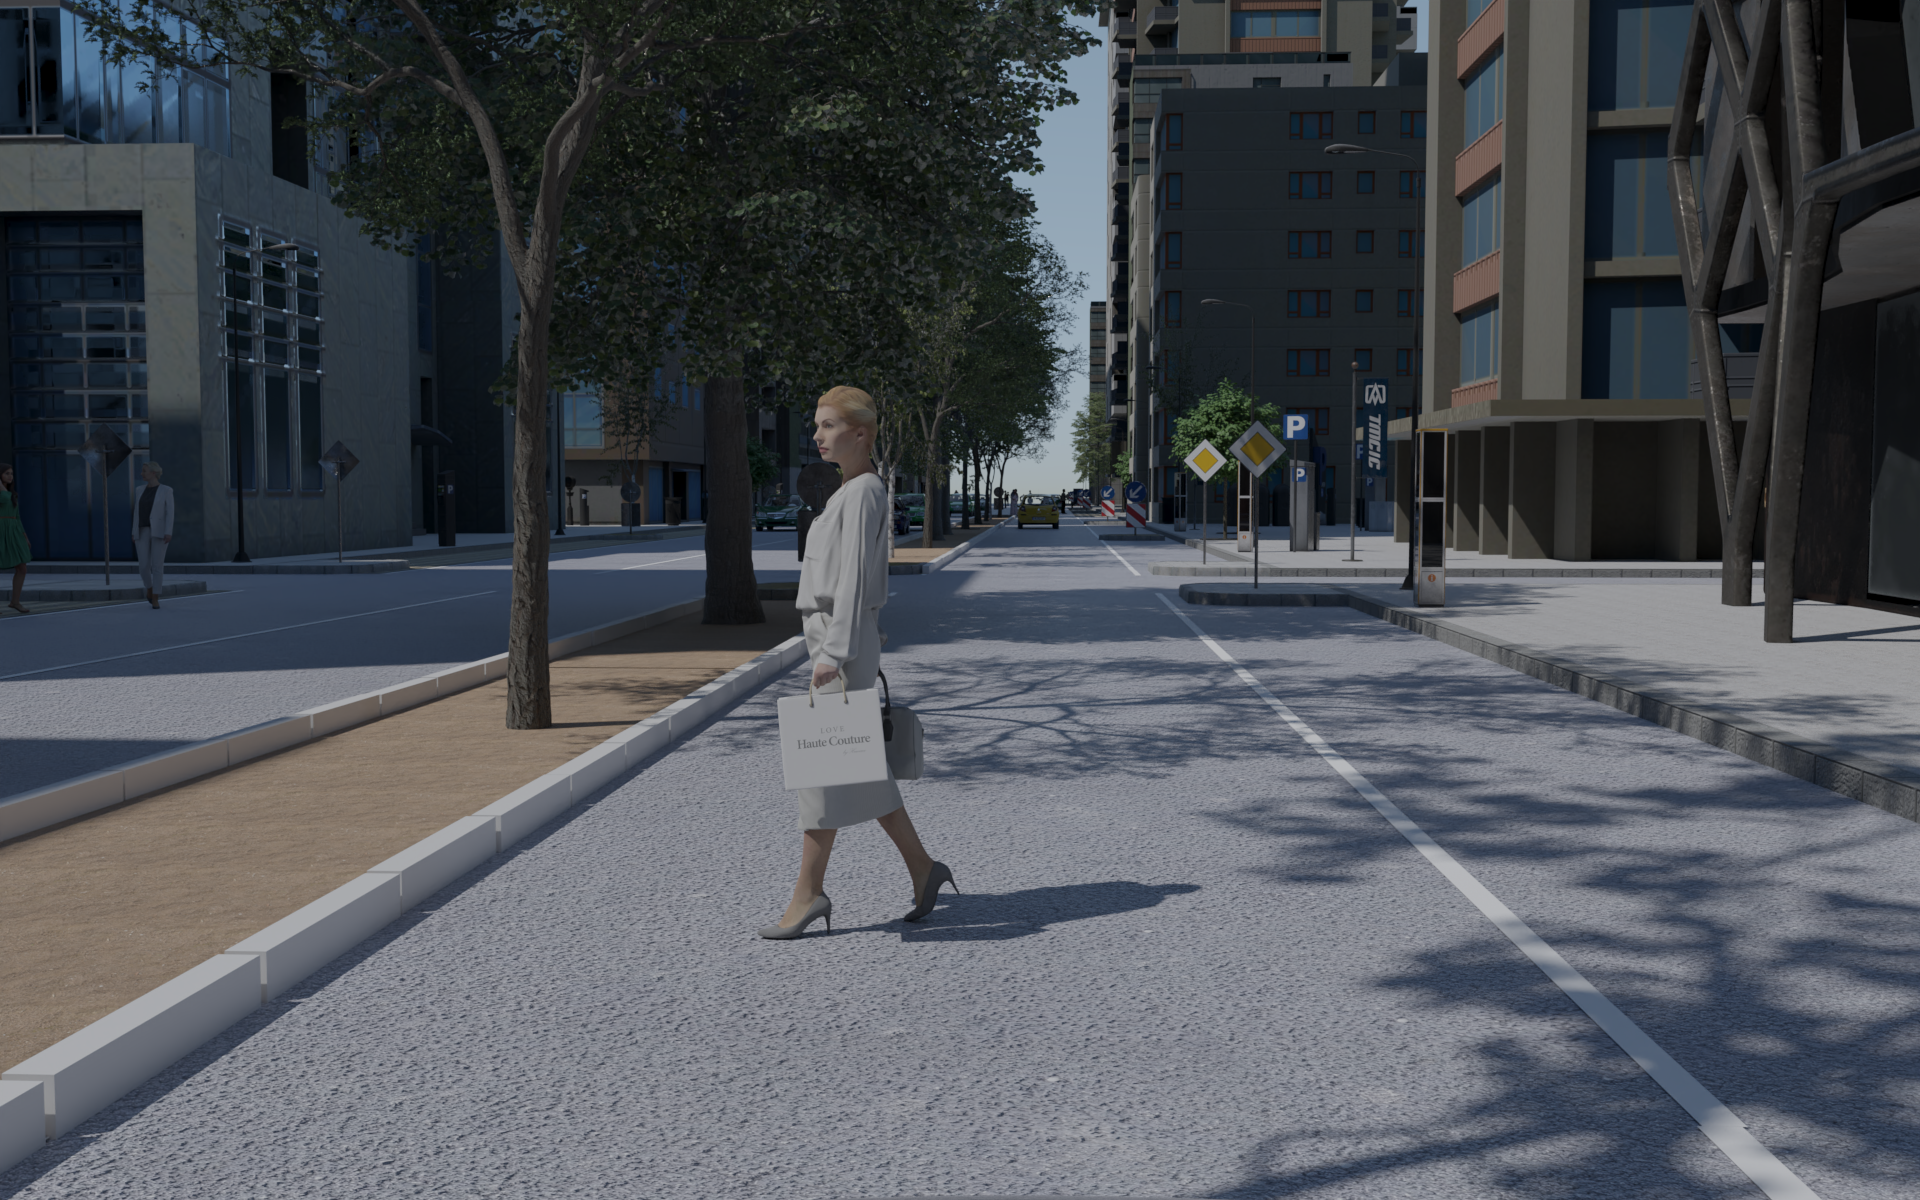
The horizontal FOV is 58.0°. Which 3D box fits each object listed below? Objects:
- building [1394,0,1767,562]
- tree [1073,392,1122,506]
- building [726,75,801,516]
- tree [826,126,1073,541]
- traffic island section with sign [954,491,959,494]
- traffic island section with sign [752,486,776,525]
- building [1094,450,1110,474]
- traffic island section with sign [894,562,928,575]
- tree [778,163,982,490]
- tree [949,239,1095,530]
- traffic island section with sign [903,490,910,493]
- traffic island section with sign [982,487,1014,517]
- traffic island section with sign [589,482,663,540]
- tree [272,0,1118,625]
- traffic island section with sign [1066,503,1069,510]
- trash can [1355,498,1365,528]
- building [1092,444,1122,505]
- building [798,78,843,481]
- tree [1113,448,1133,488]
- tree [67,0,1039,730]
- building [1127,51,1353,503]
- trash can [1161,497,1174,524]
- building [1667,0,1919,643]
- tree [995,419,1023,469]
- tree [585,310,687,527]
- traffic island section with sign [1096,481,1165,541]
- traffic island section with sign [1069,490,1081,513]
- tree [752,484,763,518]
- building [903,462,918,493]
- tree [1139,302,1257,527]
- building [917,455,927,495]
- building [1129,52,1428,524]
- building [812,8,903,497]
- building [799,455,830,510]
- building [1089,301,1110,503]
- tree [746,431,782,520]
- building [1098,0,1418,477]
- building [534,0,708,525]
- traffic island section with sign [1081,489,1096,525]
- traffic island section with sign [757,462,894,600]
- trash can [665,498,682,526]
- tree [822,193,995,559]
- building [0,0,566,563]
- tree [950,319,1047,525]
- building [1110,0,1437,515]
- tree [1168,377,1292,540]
[{"bbox_3d":[24.657,-23.588,40.289,28.867,44.769,22.147,0,4,3],"label":"building"},{"bbox_3d":[15.429,-16.748,191.949,7.486,12.596,7.792,0,3,0],"label":"tree"},{"bbox_3d":[-17.194,-20.081,100.025,14.160,30.474,14.107,0,4,3],"label":"building"},{"bbox_3d":[-0.634,-8.054,52.259,7.486,12.596,7.792,0,3,0],"label":"tree"},{"bbox_3d":[-0.435,-14.251,241.638,1.989,1.847,2.006,0,4,3],"label":"traffic island section with sign"},{"bbox_3d":[-8.983,-4.458,81.516,1.989,1.847,2.006,0,4,3],"label":"traffic island section with sign"},{"bbox_3d":[29.719,-56.338,233.803,22.319,86.520,31.000,0,4,3],"label":"building"},{"bbox_3d":[-1.639,-1.429,31.499,2.006,1.907,1.989,0,4,3],"label":"traffic island section with sign"},{"bbox_3d":[-1.508,-4.945,33.672,4.360,8.622,3.978,0,3,0],"label":"tree"},{"bbox_3d":[0.192,-9.589,69.612,12.009,13.543,11.850,0,3,0],"label":"tree"},{"bbox_3d":[-4.875,-9.165,158.480,1.989,1.847,2.006,0,4,3],"label":"traffic island section with sign"},{"bbox_3d":[2.356,-6.018,106.532,2.006,1.907,1.989,0,4,3],"label":"traffic island section with sign"},{"bbox_3d":[-10.424,-2.801,54.426,1.989,1.847,2.006,0,4,3],"label":"traffic island section with sign"},{"bbox_3d":[-2.503,-6.698,18.628,9.857,13.997,8.962,0,3,0],"label":"tree"},{"bbox_3d":[10.865,-9.103,157.459,1.989,1.847,2.006,0,4,3],"label":"traffic island section with sign"},{"bbox_3d":[15.416,-3.326,66.039,0.748,1.137,0.748,0,3,0],"label":"trash can"},{"bbox_3d":[26.533,-47.119,208.647,20.563,71.187,20.611,0,4,3],"label":"building"},{"bbox_3d":[-24.584,-27.460,140.850,32.217,40.220,23.993,0,4,3],"label":"building"},{"bbox_3d":[11.293,-7.657,108.898,4.285,4.588,4.351,0,3,0],"label":"tree"},{"bbox_3d":[-2.677,-4.468,9.916,8.767,10.594,7.601,0,4,3],"label":"tree"},{"bbox_3d":[18.380,-21.138,117.309,14.160,30.474,14.107,0,4,3],"label":"building"},{"bbox_3d":[8.943,-3.812,73.983,0.748,1.137,0.748,0,3,0],"label":"trash can"},{"bbox_3d":[15.010,-8.904,13.036,16.820,18.784,16.811,0,4,3],"label":"building"},{"bbox_3d":[1.682,-8.818,97.001,4.737,8.622,4.395,0,3,0],"label":"tree"},{"bbox_3d":[-12.706,-7.162,67.466,4.360,8.622,3.978,0,3,0],"label":"tree"},{"bbox_3d":[5.341,-2.777,54.038,1.989,1.847,2.006,0,4,3],"label":"traffic island section with sign"},{"bbox_3d":[9.426,-7.457,130.542,1.989,1.847,2.006,0,4,3],"label":"traffic island section with sign"},{"bbox_3d":[-11.072,-5.964,92.120,1.663,3.219,1.824,0,3,0],"label":"tree"},{"bbox_3d":[-9.329,-34.949,255.008,14.154,41.232,14.086,0,4,3],"label":"building"},{"bbox_3d":[8.926,-7.118,66.740,4.360,8.622,3.978,0,3,0],"label":"tree"},{"bbox_3d":[-11.038,-34.376,212.150,14.600,45.320,14.200,0,4,3],"label":"building"},{"bbox_3d":[23.156,-14.850,87.845,27.650,21.520,28.899,0,4,3],"label":"building"},{"bbox_3d":[-16.922,-32.990,163.084,21.300,48.544,21.600,0,4,3],"label":"building"},{"bbox_3d":[-19.716,-41.535,117.354,20.563,71.187,20.611,0,4,3],"label":"building"},{"bbox_3d":[26.257,-29.758,258.241,14.160,30.474,14.107,0,4,3],"label":"building"},{"bbox_3d":[-10.824,-6.361,87.718,4.285,4.588,4.351,0,3,0],"label":"tree"},{"bbox_3d":[27.948,-35.315,166.640,28.713,52.752,27.495,0,4,3],"label":"building"},{"bbox_3d":[-19.241,-26.120,77.169,14.600,45.320,14.200,0,4,3],"label":"building"},{"bbox_3d":[6.790,-4.431,81.079,1.989,1.847,2.006,0,4,3],"label":"traffic island section with sign"},{"bbox_3d":[-2.043,-0.977,24.103,2.006,1.907,1.989,0,4,3],"label":"traffic island section with sign"},{"bbox_3d":[-11.664,-3.596,70.455,0.748,1.137,0.748,0,3,0],"label":"trash can"},{"bbox_3d":[-1.566,-5.242,38.523,4.737,8.622,4.395,0,3,0],"label":"tree"},{"bbox_3d":[-24.357,-44.827,45.598,22.319,86.520,31.000,0,4,3],"label":"building"},{"bbox_3d":[0.744,-9.366,81.346,9.928,11.665,9.643,0,3,0],"label":"tree"},{"bbox_3d":[23.347,-29.603,138.627,22.147,44.769,28.867,0,4,3],"label":"building"},{"bbox_3d":[7.531,-3.961,48.474,4.285,4.588,4.351,0,3,0],"label":"tree"}]
